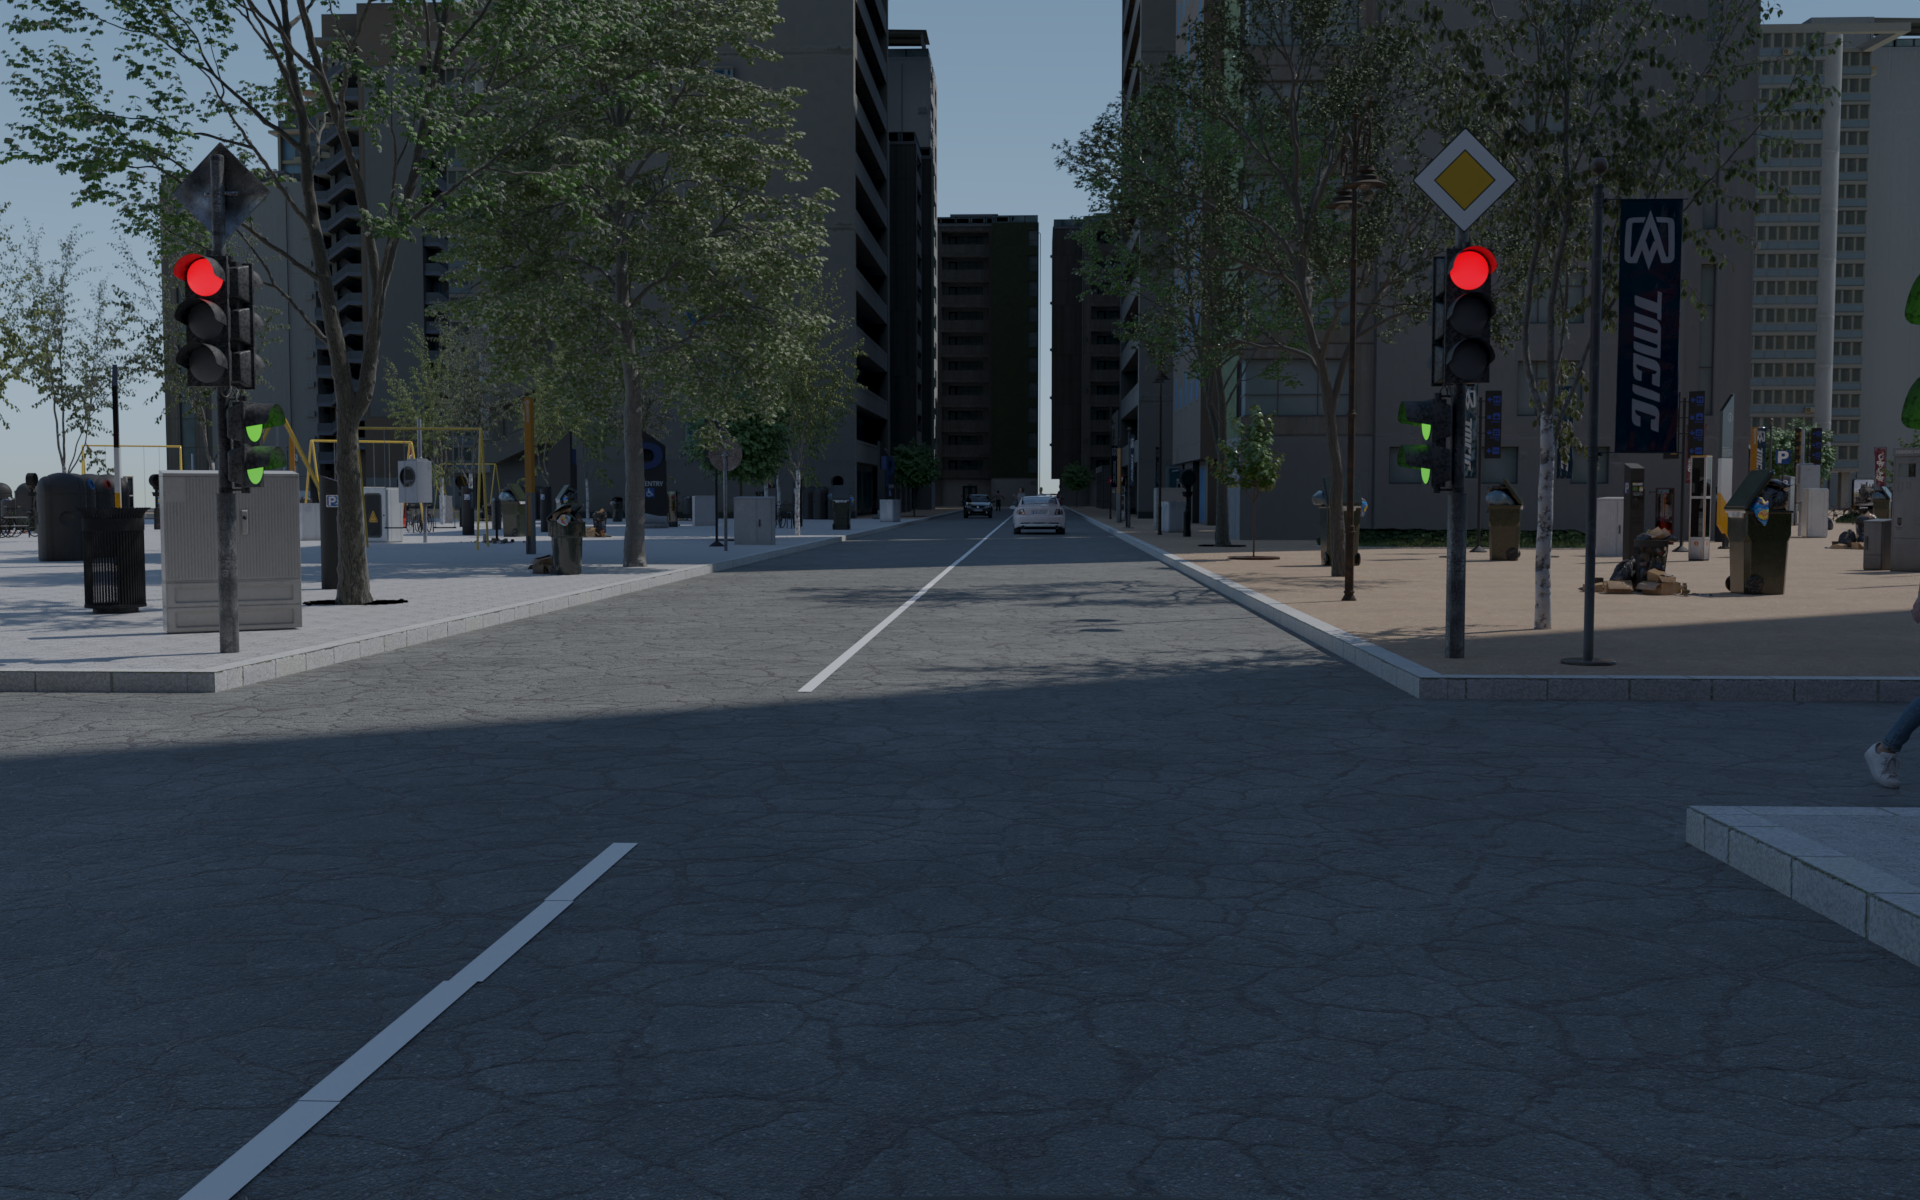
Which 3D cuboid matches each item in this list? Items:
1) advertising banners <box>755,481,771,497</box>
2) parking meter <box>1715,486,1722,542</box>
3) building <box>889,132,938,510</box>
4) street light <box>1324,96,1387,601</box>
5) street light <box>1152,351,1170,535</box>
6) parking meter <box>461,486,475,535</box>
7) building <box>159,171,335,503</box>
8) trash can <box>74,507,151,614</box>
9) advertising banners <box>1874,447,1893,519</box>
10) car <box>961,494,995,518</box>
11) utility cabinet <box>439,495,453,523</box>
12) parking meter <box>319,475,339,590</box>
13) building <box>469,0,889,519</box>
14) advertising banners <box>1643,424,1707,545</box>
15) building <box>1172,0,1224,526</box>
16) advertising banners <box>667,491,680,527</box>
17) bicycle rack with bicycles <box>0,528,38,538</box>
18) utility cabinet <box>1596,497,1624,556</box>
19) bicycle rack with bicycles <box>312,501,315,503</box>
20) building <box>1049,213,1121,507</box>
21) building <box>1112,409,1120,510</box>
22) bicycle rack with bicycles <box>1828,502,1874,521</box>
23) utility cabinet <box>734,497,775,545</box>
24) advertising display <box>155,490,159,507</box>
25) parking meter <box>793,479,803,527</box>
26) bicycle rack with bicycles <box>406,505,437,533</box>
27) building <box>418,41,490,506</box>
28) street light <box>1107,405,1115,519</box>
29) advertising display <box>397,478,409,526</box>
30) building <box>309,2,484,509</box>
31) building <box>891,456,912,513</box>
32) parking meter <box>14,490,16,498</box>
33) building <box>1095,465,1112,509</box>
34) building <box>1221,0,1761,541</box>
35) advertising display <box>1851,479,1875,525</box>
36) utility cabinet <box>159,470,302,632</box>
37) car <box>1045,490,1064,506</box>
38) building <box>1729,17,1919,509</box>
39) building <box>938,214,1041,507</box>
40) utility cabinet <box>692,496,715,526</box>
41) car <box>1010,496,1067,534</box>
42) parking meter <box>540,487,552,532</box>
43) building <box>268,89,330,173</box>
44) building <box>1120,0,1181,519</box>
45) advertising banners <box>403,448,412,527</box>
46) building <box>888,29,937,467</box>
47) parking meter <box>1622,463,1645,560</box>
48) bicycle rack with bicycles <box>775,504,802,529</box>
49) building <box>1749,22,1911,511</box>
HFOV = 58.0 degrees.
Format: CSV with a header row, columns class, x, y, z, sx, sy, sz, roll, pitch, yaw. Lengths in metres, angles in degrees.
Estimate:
class,x,y,z,sx,sy,sz,roll,pitch,yaw
advertising banners,-9.649,-5.450,85.299,0.090,3.025,2.074,1,4,16
parking meter,20.400,-2.318,46.310,0.372,1.533,0.369,0,3,0
building,-9.412,-22.428,138.400,14.160,30.474,14.107,0,4,3
street light,4.683,-2.929,20.673,0.468,5.910,1.993,0,4,3
street light,6.271,-4.979,54.187,0.468,5.910,1.993,0,4,3
parking meter,-15.349,-2.790,54.035,0.372,1.533,0.369,0,3,0
building,-62.862,-23.666,158.644,14.107,30.474,14.160,0,4,3
trash can,-9.147,-0.433,18.734,0.748,1.137,0.748,0,3,0
advertising banners,34.545,-4.131,63.724,0.090,3.025,2.074,-2,4,-28
car,1.090,-5.758,103.936,2.009,1.686,4.222,0,4,1
utility cabinet,-22.639,-3.985,76.312,0.306,1.237,1.020,-2,4,-32
parking meter,-8.446,-0.917,23.399,0.372,1.533,0.369,0,3,0
building,-15.633,-29.113,99.695,21.300,48.544,21.600,0,4,3
advertising banners,17.847,-2.917,43.880,0.090,3.025,2.074,-3,5,-45
building,16.885,-26.008,75.344,14.600,45.320,14.200,0,4,3
advertising banners,-11.805,-4.343,67.200,2.074,3.025,0.090,1,4,21
bicycle rack with bicycles,-28.481,-2.296,50.917,2.852,0.926,2.925,3,4,37
utility cabinet,13.642,-1.513,35.897,0.306,1.237,1.020,-1,4,-21
bicycle rack with bicycles,-32.489,-4.617,88.876,2.925,0.926,2.852,-3,5,-41
building,16.467,-25.016,180.708,14.107,30.474,14.160,0,4,3
building,22.938,-49.611,123.811,22.319,86.520,31.000,0,4,3
bicycle rack with bicycles,45.335,-4.442,86.005,2.925,0.926,2.852,0,4,0
utility cabinet,-5.197,-1.997,43.812,1.020,1.237,0.306,1,4,16
advertising display,-35.379,-4.407,77.261,0.974,1.923,0.123,-2,4,-29
parking meter,-6.372,-3.809,67.988,0.255,1.863,0.399,-2,4,-32
bicycle rack with bicycles,-18.664,-2.733,58.069,2.852,0.926,2.925,0,4,5
building,-28.913,-27.889,147.869,23.993,40.220,32.217,0,4,3
street light,7.673,-7.057,88.170,0.468,5.910,1.993,0,4,3
advertising display,-22.287,-3.919,69.287,0.123,1.923,0.974,0,4,2
building,-48.751,-30.997,156.912,14.200,45.320,14.600,0,4,3
building,-13.926,-41.698,120.014,20.563,71.187,20.611,0,4,3
parking meter,-47.181,-4.795,86.810,0.372,1.533,0.369,0,3,0
building,22.519,-43.537,150.080,20.563,71.187,20.611,0,4,3
building,15.088,-22.620,53.426,14.154,41.232,14.086,0,4,3
advertising display,37.979,-4.137,72.850,0.974,1.923,0.123,0,4,-7
utility cabinet,-6.800,-0.458,16.172,1.173,1.500,0.318,-2,4,-31
car,7.534,-8.235,143.686,2.155,1.783,4.494,0,4,4
building,78.276,-28.676,152.441,14.086,41.232,14.154,0,4,3
building,1.364,-25.062,181.470,14.107,30.474,14.160,0,4,3
utility cabinet,-10.237,-3.573,69.572,1.020,1.237,0.306,-2,4,-34
car,2.856,-3.090,62.890,2.083,1.381,4.827,0,4,1
parking meter,-13.916,-3.047,58.227,0.372,1.533,0.369,0,3,0
building,-58.805,-32.600,187.636,28.867,44.769,22.147,0,4,3
building,20.374,-29.045,98.593,21.300,48.544,21.600,0,4,3
advertising banners,-20.847,-4.196,64.788,0.090,3.025,2.074,0,4,6
building,-9.155,-28.889,155.926,14.086,41.232,14.154,0,4,3
parking meter,12.690,-1.647,32.635,0.255,1.863,0.399,0,4,-1
bicycle rack with bicycles,-7.176,-3.160,65.043,2.852,0.926,2.925,-1,4,-10
building,58.533,-27.629,143.621,23.993,40.220,32.217,0,4,3
